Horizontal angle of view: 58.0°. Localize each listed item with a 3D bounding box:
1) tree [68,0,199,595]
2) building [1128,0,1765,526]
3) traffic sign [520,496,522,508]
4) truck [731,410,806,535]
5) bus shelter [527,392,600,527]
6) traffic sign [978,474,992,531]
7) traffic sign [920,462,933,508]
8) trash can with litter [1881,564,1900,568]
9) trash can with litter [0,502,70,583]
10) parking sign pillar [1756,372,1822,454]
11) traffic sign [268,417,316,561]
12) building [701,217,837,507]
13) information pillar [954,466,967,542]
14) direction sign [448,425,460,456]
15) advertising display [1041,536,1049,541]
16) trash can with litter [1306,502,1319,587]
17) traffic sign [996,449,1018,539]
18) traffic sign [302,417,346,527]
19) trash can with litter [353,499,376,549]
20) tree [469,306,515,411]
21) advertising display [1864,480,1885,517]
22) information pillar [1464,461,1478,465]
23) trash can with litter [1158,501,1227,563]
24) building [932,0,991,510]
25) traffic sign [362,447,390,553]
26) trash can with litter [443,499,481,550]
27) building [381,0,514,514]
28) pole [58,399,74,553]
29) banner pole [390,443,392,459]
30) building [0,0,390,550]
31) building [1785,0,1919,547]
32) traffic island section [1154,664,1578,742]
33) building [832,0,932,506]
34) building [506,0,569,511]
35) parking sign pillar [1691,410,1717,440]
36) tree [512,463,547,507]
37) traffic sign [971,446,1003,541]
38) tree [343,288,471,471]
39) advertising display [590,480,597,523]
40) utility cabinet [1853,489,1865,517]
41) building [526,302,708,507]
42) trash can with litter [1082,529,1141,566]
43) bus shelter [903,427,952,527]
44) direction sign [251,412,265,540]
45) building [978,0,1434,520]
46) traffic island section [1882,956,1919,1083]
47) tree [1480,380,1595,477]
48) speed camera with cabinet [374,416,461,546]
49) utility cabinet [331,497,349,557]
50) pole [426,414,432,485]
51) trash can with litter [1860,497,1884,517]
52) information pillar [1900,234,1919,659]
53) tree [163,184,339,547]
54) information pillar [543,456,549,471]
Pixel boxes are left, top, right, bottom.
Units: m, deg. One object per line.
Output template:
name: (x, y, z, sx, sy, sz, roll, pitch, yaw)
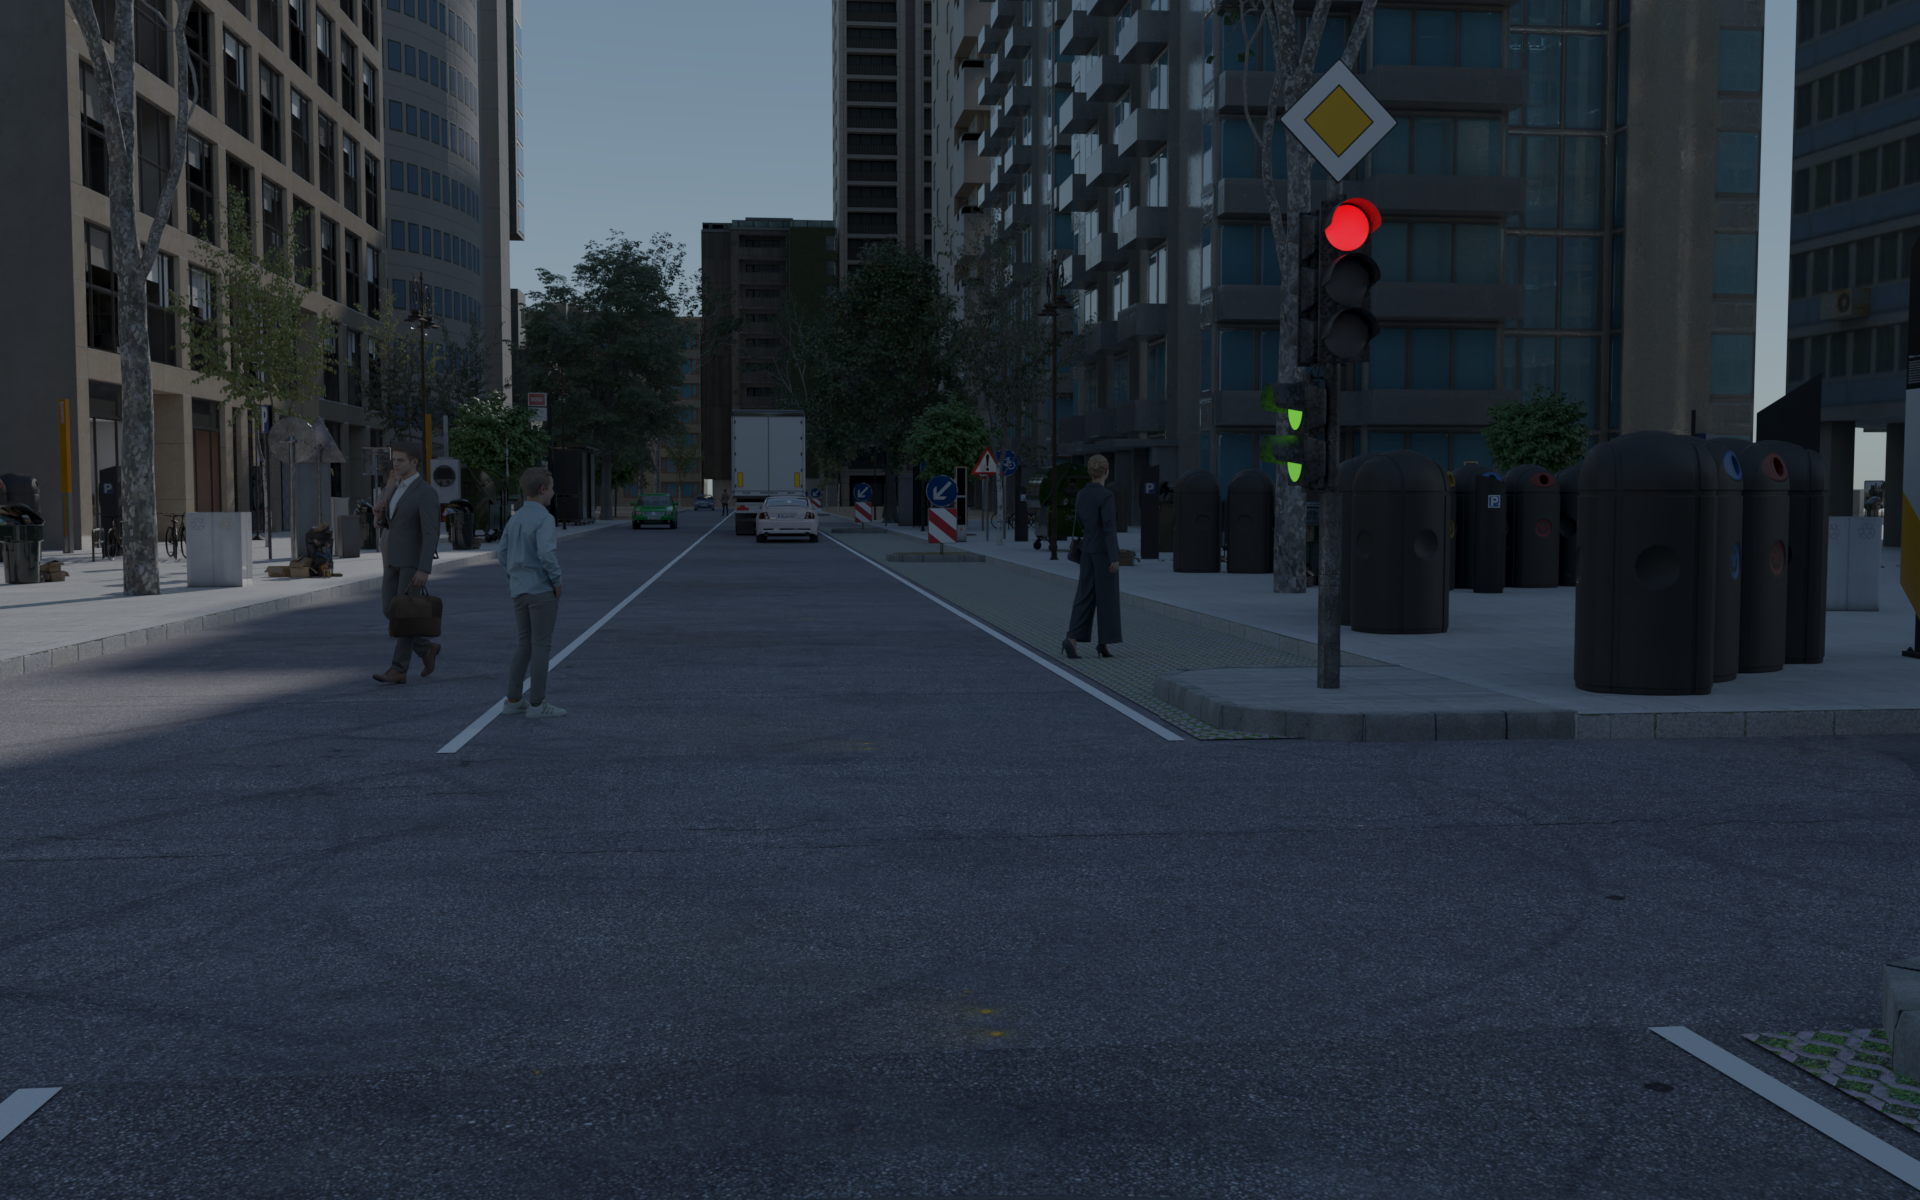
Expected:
tree: (-11.193, -10.049, 20.198, 12.611, 20.169, 13.585, 0, 3, 0)
building: (16.440, -27.609, 71.014, 23.786, 49.044, 30.456, 0, 4, -7)
traffic sign: (-15.351, -3.703, 60.545, 0.884, 2.594, 0.081, 0, 4, 0)
truck: (-6.985, -4.553, 63.350, 2.839, 4.237, 11.283, 0, 4, -6)
bus shelter: (-16.252, -5.713, 71.039, 2.179, 5.291, 8.768, 0, 4, -7)
traffic sign: (0.792, -3.660, 59.942, 0.768, 2.556, 0.104, 0, 4, -3)
traffic sign: (-0.929, -3.482, 57.040, 0.768, 2.556, 0.104, 0, 4, -4)
trash can with litter: (15.476, -1.202, 30.708, 2.233, 1.210, 1.678, 3, 4, 38)
trash can with litter: (-13.458, -0.836, 25.053, 0.624, 1.170, 1.055, 1, 4, 9)
parking sign pillar: (18.490, -3.073, 38.720, 1.447, 3.967, 1.447, 2, 4, 25)
traffic sign: (-11.007, -1.740, 28.550, 0.768, 2.556, 0.104, 0, 4, -4)
building: (-20.301, -25.204, 183.786, 14.107, 30.474, 14.160, 0, 4, -7)
information pillar: (0.017, -2.553, 46.234, 0.304, 2.012, 0.304, 0, 4, -6)
direction sign: (-16.600, -3.974, 56.966, 0.379, 3.537, 0.876, 0, 4, 7)
advertising display: (2.358, -2.582, 47.429, 0.123, 1.923, 0.974, -1, 4, -12)
trash can with litter: (4.894, -0.781, 24.162, 0.624, 1.170, 1.055, 2, 4, 25)
traffic sign: (1.272, -3.014, 49.392, 0.768, 2.556, 0.104, 0, 4, -5)
traffic sign: (-10.756, -1.779, 29.091, 0.884, 2.594, 0.081, 0, 4, -1)
trash can with litter: (-13.535, -1.768, 40.297, 1.055, 1.170, 0.624, -2, 4, -24)
tree: (-19.603, -7.212, 68.273, 4.360, 8.622, 3.978, 0, 3, 0)
advertising display: (42.600, -4.619, 80.736, 0.123, 1.923, 0.974, -2, 4, -27)
information pillar: (11.501, -2.114, 39.057, 0.304, 2.012, 0.304, 1, 4, 15)
trash can with litter: (4.903, -1.346, 33.066, 2.233, 1.210, 1.678, 0, 4, 4)
building: (12.330, -33.823, 142.241, 28.713, 52.752, 27.495, 0, 4, -7)
traffic sign: (-12.766, -2.189, 37.917, 0.606, 2.300, 0.079, 0, 4, -4)
trash can with litter: (-11.472, -1.750, 39.995, 0.624, 1.170, 1.055, 0, 4, 2)
building: (-37.736, -33.854, 95.517, 21.231, 58.520, 28.212, 0, 4, -7)
pole: (-19.282, -2.661, 37.350, 0.158, 3.312, 0.155, 0, 3, 0)
banner pole: (-27.015, -5.637, 82.188, 0.401, 3.779, 0.863, -1, 4, -23)
building: (-31.623, -15.293, 54.559, 19.350, 26.468, 34.151, 0, 4, -7)
building: (32.596, -20.821, 32.304, 23.993, 40.220, 32.217, 0, 4, -7)
traffic island section: (2.463, 0.661, 11.477, 2.009, 0.180, 2.903, 0, 4, -7)
building: (-3.189, -45.869, 188.205, 20.611, 71.187, 20.563, 0, 4, -7)
building: (-47.465, -50.422, 137.067, 31.000, 86.520, 22.319, 0, 4, -7)
parking sign pillar: (23.967, -4.115, 55.744, 1.447, 3.967, 1.447, -3, 5, -44)
tree: (-14.785, -3.941, 59.035, 1.663, 3.219, 1.824, 0, 3, 0)
traffic sign: (0.747, -2.882, 47.124, 0.884, 2.594, 0.081, 0, 4, -2)
tree: (-19.755, -6.808, 61.681, 4.360, 8.622, 3.978, 0, 3, 0)
advertising display: (-16.785, -4.460, 78.129, 0.974, 1.923, 0.123, 2, 4, 34)
utility cabinet: (39.108, -4.126, 76.136, 0.318, 1.500, 1.173, -2, 4, -25)
building: (-42.429, -20.982, 188.091, 28.899, 21.520, 27.650, 0, 4, -7)
trash can with litter: (2.718, -1.207, 31.122, 1.055, 1.170, 0.624, 1, 4, 14)
bus shelter: (-0.975, -4.430, 63.716, 1.731, 3.624, 6.357, 0, 4, -7)
direction sign: (-19.492, -3.424, 47.975, 0.379, 3.537, 0.876, -1, 4, -11)
building: (13.202, -30.144, 112.459, 23.786, 49.044, 30.456, 0, 4, -7)
traffic island section: (3.401, 1.146, 3.547, 2.009, 0.180, 2.903, 0, 4, -7)
tree: (16.724, -4.063, 50.138, 4.285, 4.588, 4.351, 0, 3, 0)
speed camera with cabinet: (-13.600, -3.001, 43.404, 2.038, 3.252, 0.660, -1, 4, -10)
utility cabinet: (-12.854, -1.515, 35.938, 0.306, 1.237, 1.020, -2, 4, -23)
pole: (-13.637, -3.093, 44.411, 0.158, 3.312, 0.155, 0, 3, 0)
trash can with litter: (39.196, -3.870, 74.665, 1.055, 1.170, 0.624, -1, 4, -20)
information pillar: (7.548, -1.355, 13.517, 0.183, 3.616, 0.504, 0, 4, 1)
tree: (-16.652, -5.565, 41.352, 4.737, 8.622, 4.395, 0, 3, 0)
information pillar: (-18.717, -5.345, 78.745, 0.504, 3.616, 0.183, 1, 4, 18)
